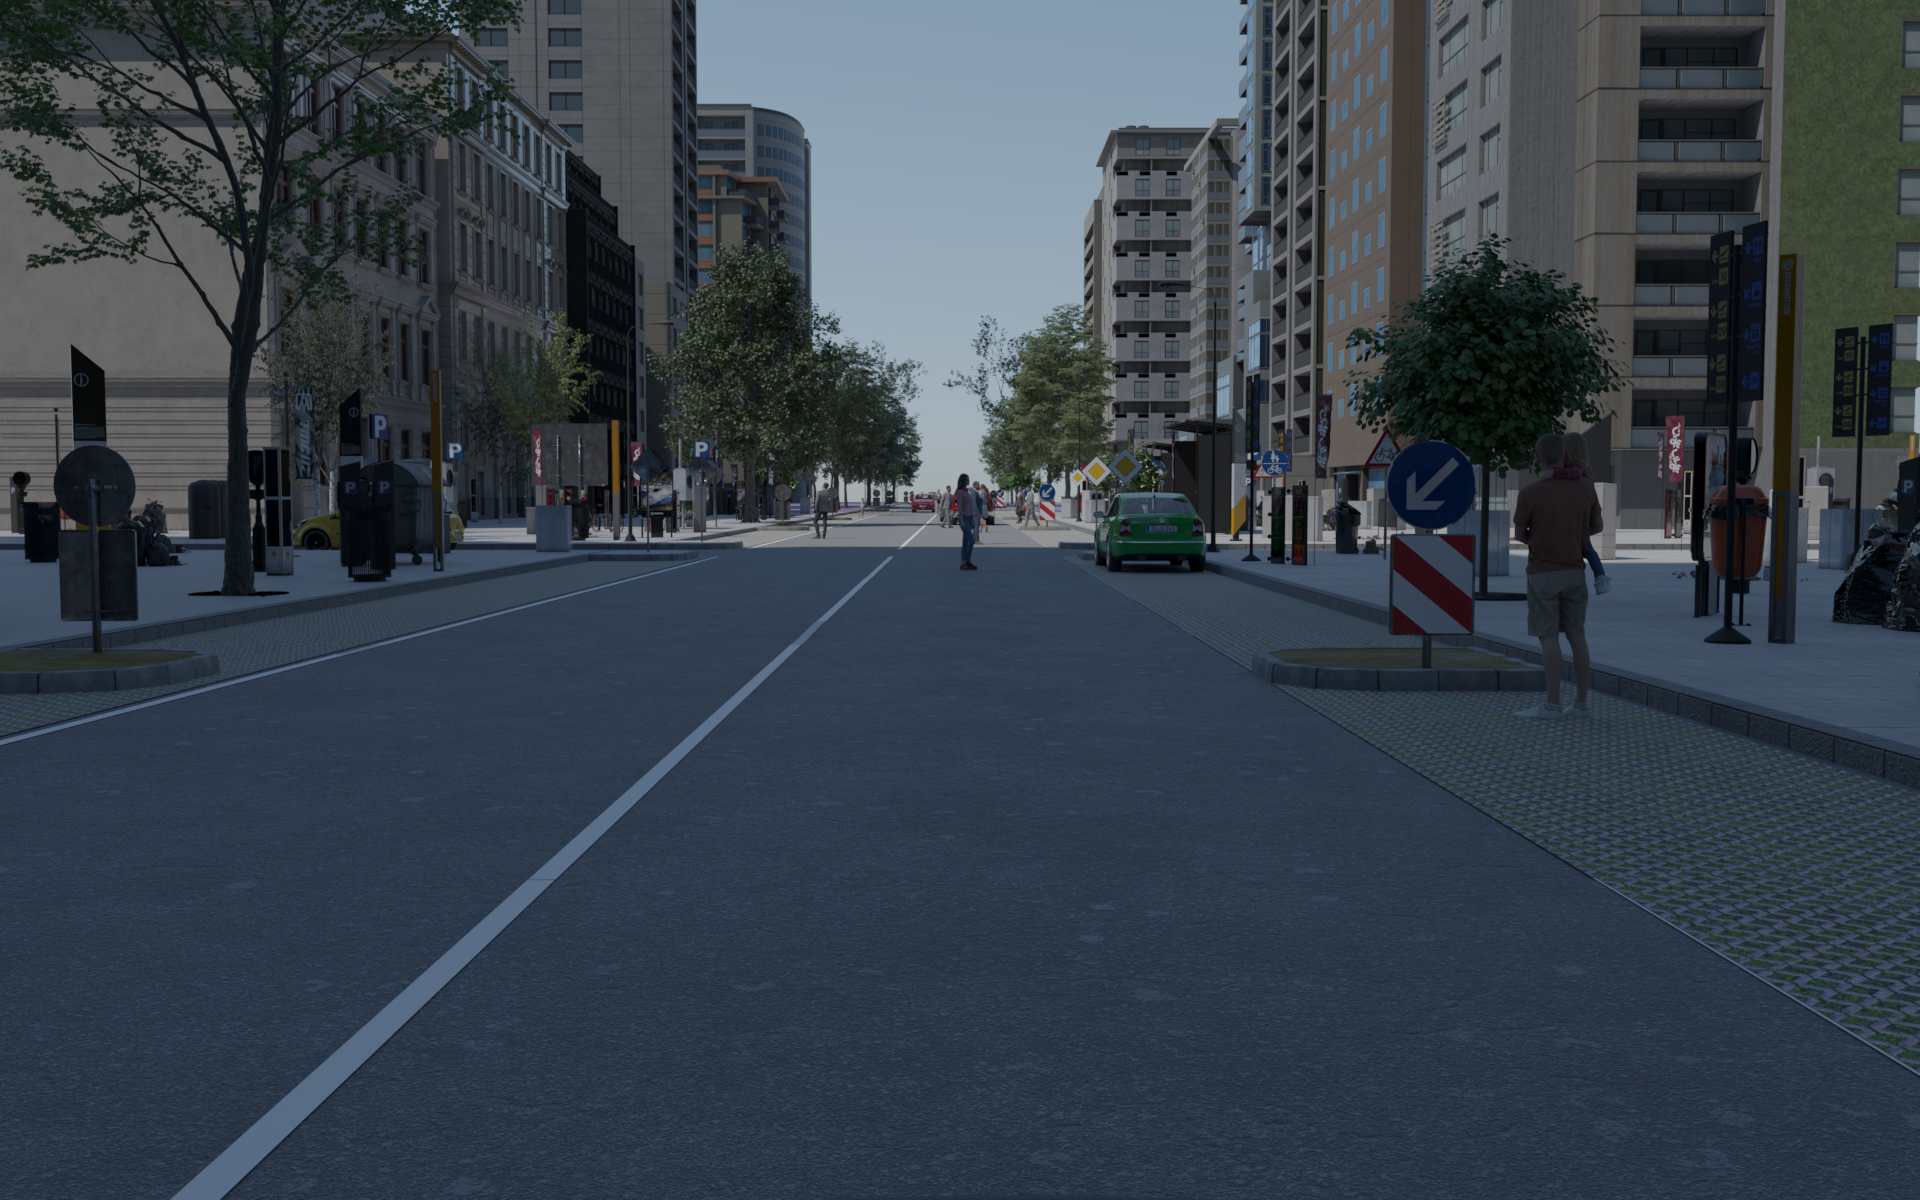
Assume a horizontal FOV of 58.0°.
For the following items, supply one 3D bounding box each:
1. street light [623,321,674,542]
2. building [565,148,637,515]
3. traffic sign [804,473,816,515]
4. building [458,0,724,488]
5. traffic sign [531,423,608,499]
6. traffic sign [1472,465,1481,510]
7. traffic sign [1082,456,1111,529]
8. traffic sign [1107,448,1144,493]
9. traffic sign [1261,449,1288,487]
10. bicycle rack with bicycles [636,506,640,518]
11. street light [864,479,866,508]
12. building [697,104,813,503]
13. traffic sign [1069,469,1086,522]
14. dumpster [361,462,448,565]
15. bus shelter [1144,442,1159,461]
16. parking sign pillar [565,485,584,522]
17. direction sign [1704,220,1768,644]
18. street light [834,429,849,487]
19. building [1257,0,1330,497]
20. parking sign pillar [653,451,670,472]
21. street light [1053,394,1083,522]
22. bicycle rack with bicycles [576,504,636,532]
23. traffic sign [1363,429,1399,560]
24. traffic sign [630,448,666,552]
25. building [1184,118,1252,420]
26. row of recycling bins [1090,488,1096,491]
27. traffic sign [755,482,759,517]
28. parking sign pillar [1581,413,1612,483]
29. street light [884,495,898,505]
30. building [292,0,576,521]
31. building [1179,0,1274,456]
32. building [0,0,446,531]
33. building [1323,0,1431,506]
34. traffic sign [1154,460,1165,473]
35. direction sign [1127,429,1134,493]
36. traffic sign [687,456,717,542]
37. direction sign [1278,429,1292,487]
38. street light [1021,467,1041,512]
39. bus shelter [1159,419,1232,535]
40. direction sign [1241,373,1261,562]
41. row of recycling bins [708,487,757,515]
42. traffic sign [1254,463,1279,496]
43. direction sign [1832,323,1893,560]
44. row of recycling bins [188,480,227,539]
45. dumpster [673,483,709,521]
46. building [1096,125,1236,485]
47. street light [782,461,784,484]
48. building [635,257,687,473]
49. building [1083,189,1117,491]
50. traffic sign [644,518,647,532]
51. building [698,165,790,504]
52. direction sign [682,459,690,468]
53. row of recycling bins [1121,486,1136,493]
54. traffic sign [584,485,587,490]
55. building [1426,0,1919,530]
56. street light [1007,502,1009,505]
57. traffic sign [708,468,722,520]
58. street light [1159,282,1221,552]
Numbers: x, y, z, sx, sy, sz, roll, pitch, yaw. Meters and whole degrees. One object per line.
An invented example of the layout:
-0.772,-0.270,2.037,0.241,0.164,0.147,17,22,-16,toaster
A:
-8.350,-4.526,46.534,1.470,5.913,1.316,0,3,0,street light
-28.786,-17.340,113.191,12.332,23.373,15.834,0,3,0,building
-9.014,-6.357,104.042,0.768,2.556,0.104,0,4,4,traffic sign
-32.772,-44.078,158.925,20.563,71.187,20.611,0,3,0,building
-11.268,-3.428,49.920,2.265,3.308,0.079,0,4,6,traffic sign
8.519,-1.686,28.749,0.795,2.450,0.064,0,4,4,traffic sign
3.626,-2.594,46.057,0.795,2.450,0.064,0,3,0,traffic sign
3.631,-2.106,38.072,0.795,2.450,0.064,0,3,0,traffic sign
8.954,-3.011,49.332,0.768,2.556,0.104,0,4,6,traffic sign
-18.214,-4.926,93.920,2.925,0.926,2.852,0,4,-5,bicycle rack with bicycles
-8.381,-11.634,162.751,1.470,5.913,1.316,0,3,0,street light
-34.054,-44.020,261.724,21.231,58.520,28.212,0,3,0,building
5.392,-4.781,79.350,0.795,2.450,0.064,1,4,9,traffic sign
-10.274,-1.592,31.788,1.264,1.857,1.865,0,3,0,dumpster
9.533,-5.495,81.132,1.731,3.624,6.357,0,3,0,bus shelter
-17.514,-5.521,78.747,1.447,3.967,1.447,1,4,12,parking sign pillar
6.630,-1.398,14.854,0.379,3.537,0.876,0,4,-5,direction sign
-8.331,-9.168,122.445,1.470,5.913,1.316,0,3,0,street light
29.704,-41.058,109.550,20.563,71.187,20.611,0,3,0,building
-18.673,-7.345,108.566,1.447,3.967,1.447,2,4,29,parking sign pillar
4.988,-6.588,80.253,1.470,5.913,1.316,0,3,0,street light
-12.768,-2.762,58.534,2.852,0.926,2.925,-1,4,-23,bicycle rack with bicycles
8.315,-2.068,33.814,0.884,2.594,0.081,0,4,6,traffic sign
-6.863,-2.107,38.086,0.795,2.450,0.064,0,3,0,traffic sign
35.850,-29.304,170.996,32.217,40.220,23.993,0,3,0,building
8.158,-5.804,102.013,1.069,1.692,3.534,0,4,-1,row of recycling bins
-11.069,-5.804,94.896,0.884,2.594,0.081,0,4,7,traffic sign
20.989,-4.237,57.748,1.447,3.967,1.447,-1,4,-12,parking sign pillar
-8.370,-14.263,205.747,1.470,5.913,1.316,0,3,0,street light
-29.348,-18.066,92.639,12.463,27.353,25.104,0,3,0,building
31.210,-50.669,141.101,22.319,86.520,31.000,0,3,0,building
-29.032,-14.281,69.652,11.583,22.565,21.152,0,3,0,building
26.394,-26.597,84.980,14.600,45.320,14.200,0,3,0,building
7.312,-3.967,64.964,0.768,2.556,0.104,0,4,2,traffic sign
5.951,-4.184,60.410,0.379,3.537,0.876,0,4,-8,direction sign
-6.869,-2.595,46.071,0.795,2.450,0.064,0,3,0,traffic sign
11.368,-4.198,60.629,0.379,3.537,0.876,-1,4,-21,direction sign
5.042,-9.073,120.890,1.470,5.913,1.316,0,3,0,street light
7.948,-4.057,57.616,1.731,3.624,6.357,0,3,0,bus shelter
5.567,-2.508,33.005,0.379,3.537,0.876,0,4,-6,direction sign
-14.529,-6.367,111.217,3.534,1.692,1.069,-3,5,-39,row of recycling bins
10.177,-3.532,57.746,0.884,2.594,0.081,0,4,8,traffic sign
12.172,-1.923,23.433,0.379,3.537,0.876,-1,4,-23,direction sign
-21.855,-2.679,50.917,1.069,1.692,3.534,-1,4,-11,row of recycling bins
-10.204,-3.785,64.378,1.502,2.255,1.985,0,3,0,dumpster
34.466,-40.070,244.390,28.713,52.752,27.495,0,3,0,building
-8.331,-6.991,86.840,1.470,5.913,1.316,0,3,0,street light
-37.398,-17.779,135.729,27.650,21.520,28.899,0,3,0,building
30.588,-39.479,269.181,21.300,48.544,21.600,0,3,0,building
-10.683,-3.587,58.748,0.768,2.556,0.104,0,4,2,traffic sign
-34.635,-35.377,233.039,22.147,44.769,28.867,0,3,0,building
-13.644,-5.746,85.949,0.379,3.537,0.876,-3,4,-39,direction sign
8.594,-5.139,91.132,1.069,1.692,3.534,1,4,20,row of recycling bins
-11.910,-3.362,55.072,0.768,2.556,0.104,0,4,6,traffic sign
26.856,-23.435,66.760,14.086,41.232,14.154,0,3,0,building
5.050,-11.306,157.391,1.470,5.913,1.316,0,3,0,street light
-12.007,-5.161,84.483,0.768,2.556,0.104,0,4,8,traffic sign
5.041,-4.005,38.023,1.470,5.913,1.316,0,3,0,street light
